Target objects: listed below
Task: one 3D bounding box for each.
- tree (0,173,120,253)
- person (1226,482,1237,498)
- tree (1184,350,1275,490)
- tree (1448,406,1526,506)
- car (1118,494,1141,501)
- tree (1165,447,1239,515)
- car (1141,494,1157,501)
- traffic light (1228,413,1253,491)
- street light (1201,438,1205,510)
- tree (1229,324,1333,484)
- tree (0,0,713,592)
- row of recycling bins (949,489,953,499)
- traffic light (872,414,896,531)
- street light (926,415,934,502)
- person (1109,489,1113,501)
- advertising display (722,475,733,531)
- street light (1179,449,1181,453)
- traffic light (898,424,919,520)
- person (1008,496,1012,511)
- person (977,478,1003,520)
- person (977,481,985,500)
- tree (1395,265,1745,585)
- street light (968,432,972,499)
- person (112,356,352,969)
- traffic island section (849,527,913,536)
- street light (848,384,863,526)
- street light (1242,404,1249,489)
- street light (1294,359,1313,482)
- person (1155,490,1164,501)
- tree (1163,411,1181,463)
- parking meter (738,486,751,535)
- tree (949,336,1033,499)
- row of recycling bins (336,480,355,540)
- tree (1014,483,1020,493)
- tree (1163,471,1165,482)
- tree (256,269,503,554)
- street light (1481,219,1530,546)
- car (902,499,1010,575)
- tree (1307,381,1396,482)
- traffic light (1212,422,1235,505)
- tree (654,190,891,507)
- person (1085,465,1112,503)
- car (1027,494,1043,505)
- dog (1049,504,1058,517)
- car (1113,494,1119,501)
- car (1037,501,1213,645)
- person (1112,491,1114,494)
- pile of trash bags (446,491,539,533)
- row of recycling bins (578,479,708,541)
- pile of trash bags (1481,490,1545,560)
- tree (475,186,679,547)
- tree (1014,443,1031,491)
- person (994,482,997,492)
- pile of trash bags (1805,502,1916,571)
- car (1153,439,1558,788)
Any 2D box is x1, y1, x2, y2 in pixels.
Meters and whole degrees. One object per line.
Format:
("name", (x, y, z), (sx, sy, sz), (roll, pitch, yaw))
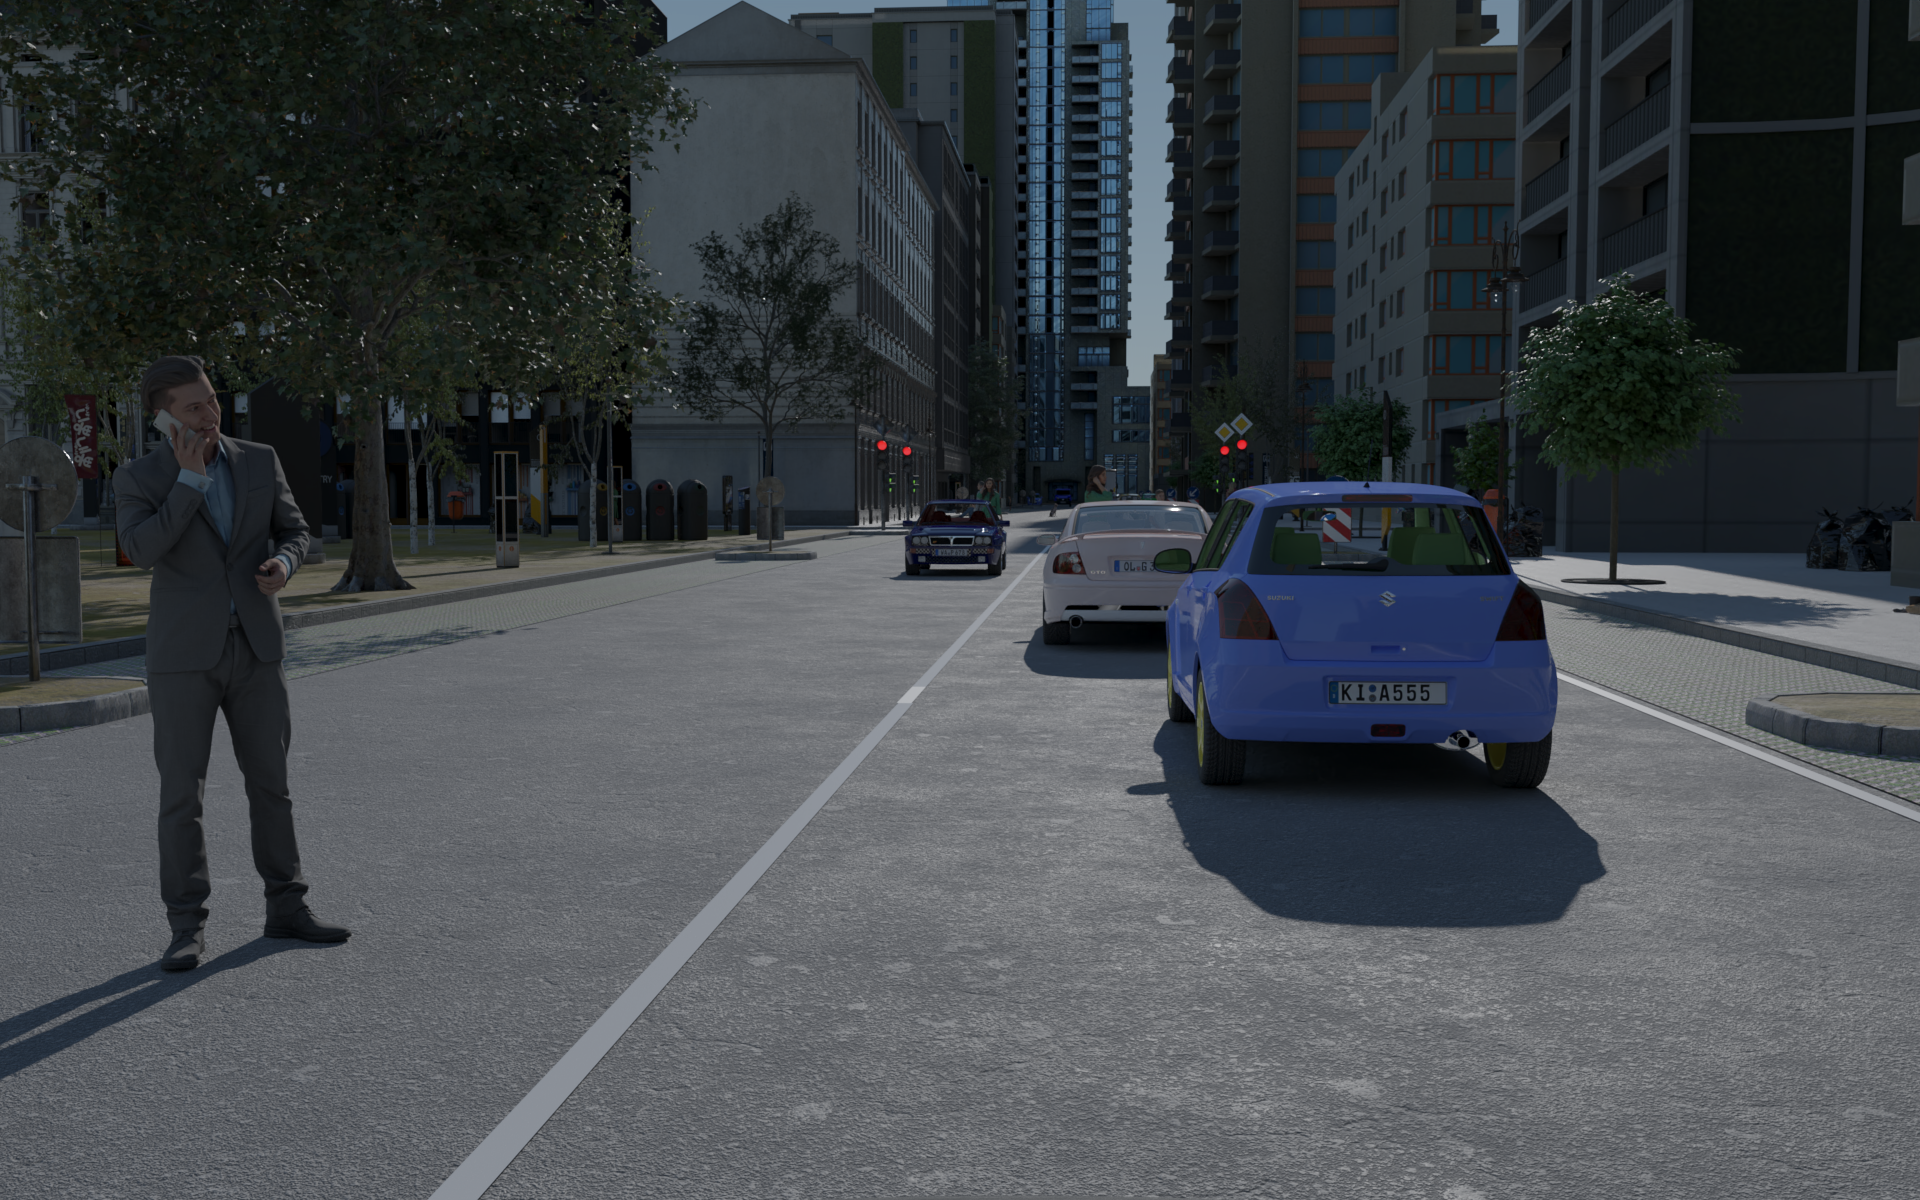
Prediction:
("tree", (-17.460, -5.212, 35.578), (4.737, 8.622, 4.395), (0, 3, 0))
("person", (8.971, -2.975, 57.114), (0.573, 1.828, 0.580), (-1, 4, -20))
("tree", (13.778, -8.418, 88.004), (4.737, 8.622, 4.395), (0, 3, 0))
("tree", (11.664, -2.673, 38.302), (1.663, 3.219, 1.824), (0, 3, 0))
("car", (10.518, -5.950, 107.505), (2.015, 1.641, 3.980), (0, 4, 4))
("tree", (16.141, -7.668, 109.083), (4.285, 4.588, 4.351), (0, 3, 0))
("car", (17.152, -9.057, 156.876), (1.959, 1.807, 4.718), (0, 4, 3))
("traffic light", (9.695, -4.339, 59.871), (0.839, 4.253, 0.868), (0, 4, 4))
("street light", (15.892, -8.543, 112.473), (0.468, 5.910, 1.993), (0, 4, 4))
("tree", (13.697, -7.633, 75.155), (4.360, 8.622, 3.978), (0, 3, 0))
("tree", (-8.000, -6.480, 22.955), (9.611, 12.733, 9.660), (0, 3, 0))
("row of recycling bins", (-2.319, -7.677, 132.623), (3.534, 1.692, 1.069), (0, 4, -3))
("traffic light", (-2.679, -4.398, 60.827), (0.839, 4.253, 0.868), (0, 4, 4))
("street light", (-1.733, -7.759, 99.644), (0.468, 5.910, 1.993), (0, 4, 4))
("person", (11.011, -7.229, 126.966), (0.793, 1.790, 0.793), (-3, 5, -43))
("advertising display", (-8.026, -3.340, 59.829), (0.123, 1.923, 0.974), (0, 4, 7))
("street light", (18.173, -10.364, 142.242), (0.468, 5.910, 1.993), (0, 4, 4))
("traffic light", (-2.052, -4.885, 68.788), (0.839, 4.253, 0.868), (0, 4, 4))
("person", (4.124, -8.018, 144.257), (0.373, 1.253, 0.362), (-1, 4, -9))
("person", (0.675, -1.873, 39.374), (0.600, 1.795, 0.529), (0, 3, 0))
("person", (0.691, -2.612, 51.298), (0.391, 1.810, 0.635), (2, 4, 33))
("tree", (9.405, -2.528, 25.045), (4.285, 4.588, 4.351), (0, 3, 0))
("street light", (0.707, -9.579, 129.401), (0.468, 5.910, 1.993), (0, 4, 4))
("person", (-2.237, 0.181, 5.342), (0.655, 1.846, 0.447), (-3, 5, -44))
("traffic island section", (-2.718, -2.366, 60.965), (2.009, 0.180, 2.903), (0, 4, 4))
("street light", (-4.191, -5.923, 69.628), (0.468, 5.910, 1.993), (0, 4, 4))
("street light", (13.475, -6.694, 82.228), (0.468, 5.910, 1.993), (0, 4, 4))
("street light", (11.729, -5.287, 59.229), (0.468, 5.910, 1.993), (0, 4, 4))
("person", (3.509, -1.187, 30.506), (0.523, 1.515, 0.503), (0, 4, 0))
("tree", (19.377, -12.235, 150.403), (4.360, 8.622, 3.978), (0, 3, 0))
("parking meter", (-6.728, -2.790, 54.032), (0.372, 1.533, 0.369), (0, 3, 0))
("tree", (0.627, -14.183, 138.550), (9.857, 13.997, 8.962), (0, 3, 0))
("row of recycling bins", (-17.621, -2.576, 49.232), (1.069, 1.692, 3.534), (1, 4, 16))
("tree", (5.842, -12.455, 198.235), (1.663, 3.219, 1.824), (0, 3, 0))
("tree", (18.765, -9.901, 145.600), (4.285, 4.588, 4.351), (0, 3, 0))
("tree", (-11.512, -5.299, 37.005), (4.737, 8.622, 4.395), (0, 3, 0))
("street light", (9.234, -3.467, 29.477), (0.468, 5.910, 1.993), (0, 4, 4))
("car", (-0.041, -1.174, 31.777), (1.945, 1.354, 3.894), (0, 4, 3))
("tree", (11.667, -4.086, 50.514), (4.285, 4.588, 4.351), (0, 3, 0))
("traffic light", (10.323, -4.826, 67.832), (0.839, 4.253, 0.868), (0, 4, 4))
("tree", (-5.597, -7.223, 52.505), (7.601, 10.594, 8.767), (-2, 4, -24))
("person", (1.725, -0.807, 21.942), (0.529, 1.795, 0.600), (1, 4, 15))
("car", (9.022, -12.179, 208.720), (1.945, 1.707, 3.694), (0, 4, 4))
("dog", (5.744, -5.629, 108.870), (0.800, 0.831, 0.513), (0, 4, 7))
("car", (12.210, -7.790, 139.366), (2.014, 1.417, 4.499), (0, 4, 6))
("car", (1.810, -0.332, 17.792), (2.083, 1.381, 4.827), (0, 4, 4))
("person", (15.942, -10.604, 181.500), (1.348, 1.869, 0.705), (0, 3, 0))
("pile of trash bags", (-15.202, -2.890, 57.012), (3.447, 1.369, 1.912), (0, 4, 2))
("row of recycling bins", (-8.751, -2.488, 47.797), (3.534, 1.692, 1.069), (-1, 4, -20))
("pile of trash bags", (10.942, -1.568, 35.383), (1.912, 1.369, 3.447), (1, 4, 17))
("tree", (-8.816, -5.587, 41.705), (4.360, 8.622, 3.978), (0, 3, 0))
("tree", (5.672, -14.739, 191.347), (4.360, 8.622, 3.978), (0, 3, 0))
("person", (0.728, -2.314, 46.604), (0.573, 1.790, 0.520), (-1, 4, -14))
("pile of trash bags", (16.306, -1.193, 29.264), (3.447, 1.369, 1.912), (1, 4, 9))
("car", (2.083, -0.011, 9.776), (1.945, 1.707, 3.694), (0, 4, 3))
